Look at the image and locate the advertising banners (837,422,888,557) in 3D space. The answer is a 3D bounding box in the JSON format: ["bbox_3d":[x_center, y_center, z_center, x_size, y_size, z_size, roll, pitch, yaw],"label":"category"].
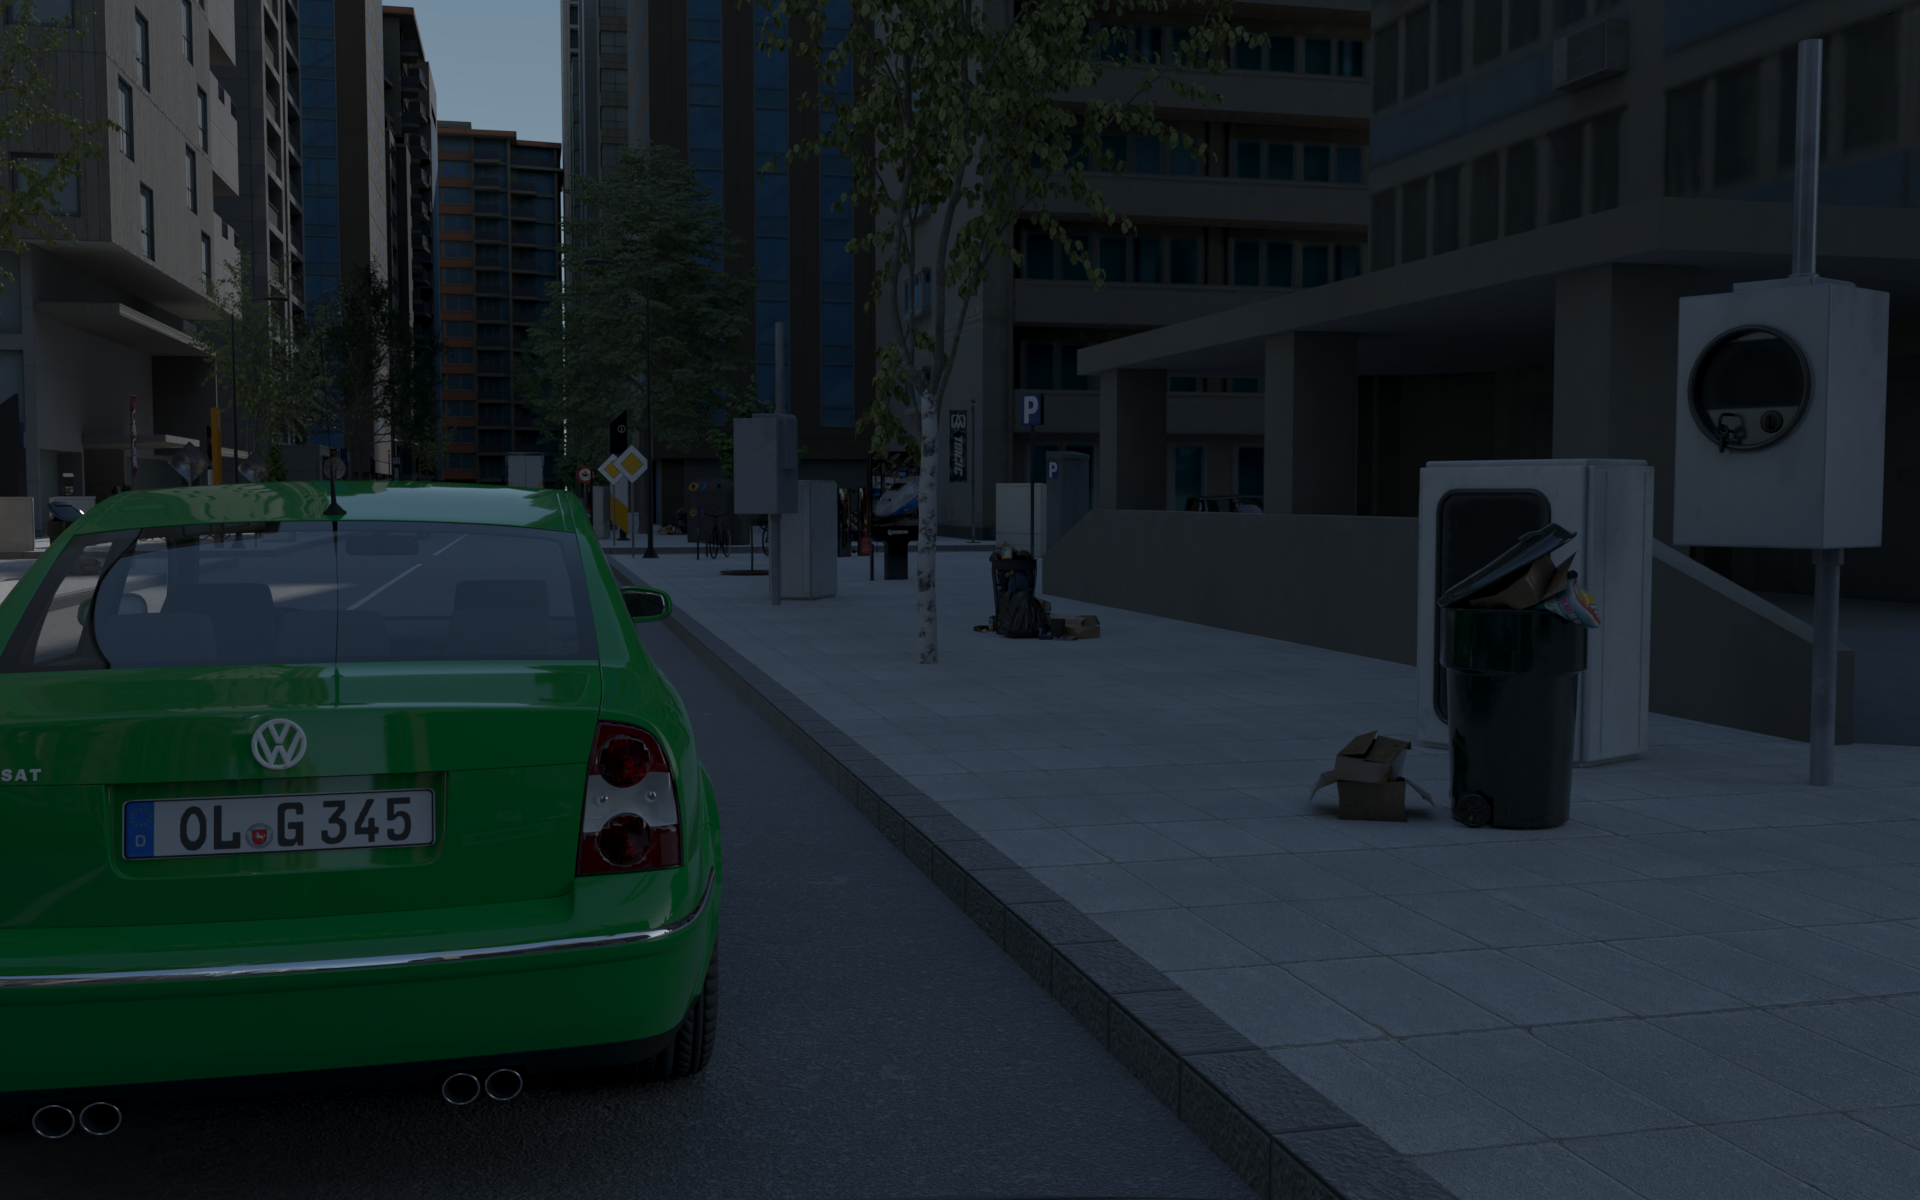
[{"bbox_3d":[-1.998,-2.426,35.851,0.090,3.025,2.074,2,4,30],"label":"advertising banners"}]

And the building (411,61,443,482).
[{"bbox_3d":[-60.340,-32.113,175.163,14.200,45.320,14.600,-1,4,-14],"label":"building"}]

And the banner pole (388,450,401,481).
[{"bbox_3d":[-32.136,-6.623,98.307,0.863,3.779,0.401,-1,4,-19],"label":"banner pole"}]

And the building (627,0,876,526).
[{"bbox_3d":[-7.087,-26.013,75.424,14.600,45.320,14.200,-1,4,-14],"label":"building"}]

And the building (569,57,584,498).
[{"bbox_3d":[-30.157,-29.592,167.424,14.154,41.232,14.086,-1,4,-14],"label":"building"}]

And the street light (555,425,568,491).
[{"bbox_3d":[-15.209,-5.889,68.818,1.470,5.913,1.316,-1,4,-14],"label":"street light"}]

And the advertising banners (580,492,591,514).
[{"bbox_3d":[-24.285,-7.192,113.778,2.074,3.025,0.090,3,5,42],"label":"advertising banners"}]

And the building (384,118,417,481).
[{"bbox_3d":[-49.388,-22.026,131.827,14.160,30.474,14.107,-1,4,-14],"label":"building"}]

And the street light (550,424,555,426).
[{"bbox_3d":[-26.777,-8.753,115.656,1.470,5.913,1.316,-1,4,-14],"label":"street light"}]

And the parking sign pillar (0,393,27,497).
[{"bbox_3d":[-25.907,-3.559,46.670,1.447,3.967,1.447,0,4,2],"label":"parking sign pillar"}]

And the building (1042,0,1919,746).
[{"bbox_3d":[18.359,-19.958,18.188,32.217,40.220,23.993,-1,4,-14],"label":"building"}]

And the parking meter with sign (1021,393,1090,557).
[{"bbox_3d":[1.933,-2.108,30.720,1.738,3.016,0.543,-3,4,-36],"label":"parking meter with sign"}]

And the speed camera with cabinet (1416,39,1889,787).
[{"bbox_3d":[3.143,-0.841,8.087,0.660,3.252,2.038,-3,4,-38],"label":"speed camera with cabinet"}]

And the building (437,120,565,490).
[{"bbox_3d":[-61.684,-33.702,205.657,28.867,44.769,22.147,-1,4,-14],"label":"building"}]

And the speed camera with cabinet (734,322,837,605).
[{"bbox_3d":[-2.074,-1.616,20.765,0.660,3.252,2.038,1,4,15],"label":"speed camera with cabinet"}]

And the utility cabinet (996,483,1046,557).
[{"bbox_3d":[1.285,-1.630,35.324,1.173,1.500,0.318,3,5,40],"label":"utility cabinet"}]

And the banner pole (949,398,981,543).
[{"bbox_3d":[0.118,-3.385,45.365,0.863,3.779,0.401,0,4,-3],"label":"banner pole"}]

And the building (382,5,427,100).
[{"bbox_3d":[-58.480,-30.425,152.069,22.147,44.769,28.867,-1,4,-14],"label":"building"}]

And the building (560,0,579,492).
[{"bbox_3d":[-37.670,-47.250,210.782,20.611,71.187,20.563,-1,4,-14],"label":"building"}]

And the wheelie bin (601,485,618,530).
[{"bbox_3d":[-12.589,-3.296,61.798,0.980,1.594,0.693,1,4,22],"label":"wheelie bin"}]

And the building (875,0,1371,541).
[{"bbox_3d":[8.243,-26.612,58.802,21.600,48.544,21.300,-1,4,-14],"label":"building"}]

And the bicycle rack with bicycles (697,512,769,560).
[{"bbox_3d":[-4.128,-1.305,34.724,2.852,0.926,2.925,0,4,-2],"label":"bicycle rack with bicycles"}]

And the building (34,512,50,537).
[{"bbox_3d":[-40.930,-28.725,58.899,28.713,52.752,27.495,-1,4,-14],"label":"building"}]

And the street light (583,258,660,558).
[{"bbox_3d":[-6.729,-3.784,34.417,1.470,5.913,1.316,-1,4,-14],"label":"street light"}]

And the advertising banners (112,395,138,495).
[{"bbox_3d":[-14.443,-2.069,30.014,0.090,3.025,2.074,-1,4,-15],"label":"advertising banners"}]

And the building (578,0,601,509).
[{"bbox_3d":[-21.571,-37.020,147.274,21.231,58.520,28.212,-1,4,-14],"label":"building"}]

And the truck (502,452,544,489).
[{"bbox_3d":[-30.614,-8.108,121.476,2.839,4.237,11.283,-1,4,-15],"label":"truck"}]

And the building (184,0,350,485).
[{"bbox_3d":[-44.039,-39.935,91.188,20.563,71.187,20.611,-1,4,-14],"label":"building"}]

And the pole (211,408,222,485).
[{"bbox_3d":[-17.586,-2.885,41.013,0.158,3.312,0.155,0,3,0],"label":"pole"}]

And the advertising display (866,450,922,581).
[{"bbox_3d":[-0.957,-1.266,25.909,0.974,1.923,0.123,-2,4,-35],"label":"advertising display"}]

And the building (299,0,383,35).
[{"bbox_3d":[-46.750,-28.585,117.471,14.600,45.320,14.200,-1,4,-14],"label":"building"}]

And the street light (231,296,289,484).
[{"bbox_3d":[-16.444,-4.166,40.661,1.470,5.913,1.316,-1,4,-14],"label":"street light"}]

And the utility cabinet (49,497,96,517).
[{"bbox_3d":[-21.812,-1.922,42.583,0.306,1.237,1.020,2,4,33],"label":"utility cabinet"}]

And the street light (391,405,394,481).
[{"bbox_3d":[-28.087,-7.024,87.391,1.470,5.913,1.316,-1,4,-14],"label":"street light"}]

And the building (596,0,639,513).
[{"bbox_3d":[-19.300,-27.096,126.614,14.154,41.232,14.086,-1,4,-14],"label":"building"}]
